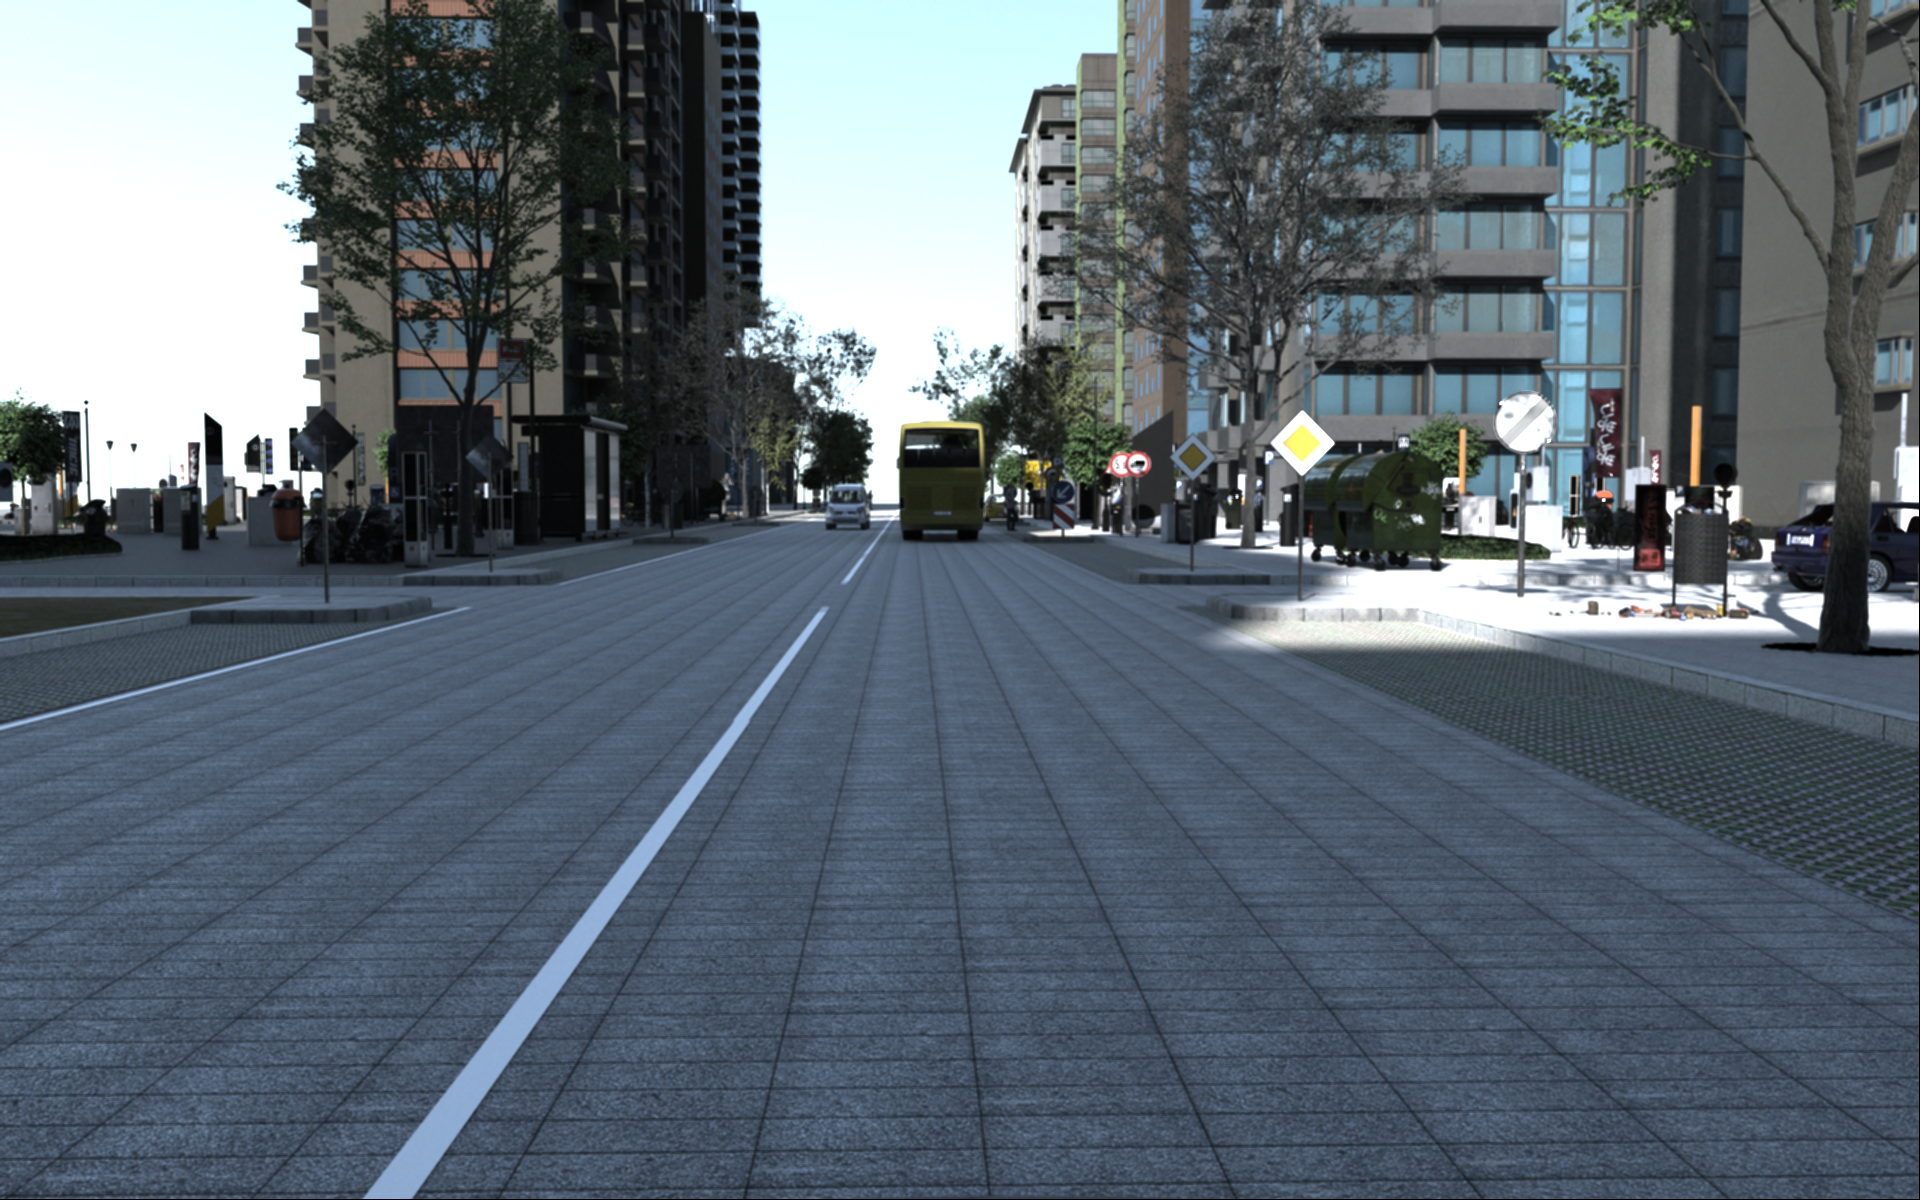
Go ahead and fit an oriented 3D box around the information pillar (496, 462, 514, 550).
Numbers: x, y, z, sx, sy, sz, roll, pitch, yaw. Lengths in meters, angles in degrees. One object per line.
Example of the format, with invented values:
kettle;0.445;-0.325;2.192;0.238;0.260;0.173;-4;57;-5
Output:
information pillar;-10.562;-2.183;40.190;0.304;2.012;0.304;-3;5;-39

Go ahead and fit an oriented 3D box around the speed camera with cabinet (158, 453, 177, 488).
speed camera with cabinet;-38.603;-5.435;83.201;2.038;3.252;0.660;1;4;20

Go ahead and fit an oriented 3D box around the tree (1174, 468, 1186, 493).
tree;10.890;-5.736;88.380;1.663;3.219;1.824;0;3;0

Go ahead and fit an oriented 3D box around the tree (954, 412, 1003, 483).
tree;1.006;-19.164;230.339;9.611;12.733;9.660;0;3;0

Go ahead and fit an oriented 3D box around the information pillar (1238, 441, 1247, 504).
information pillar;12.096;-5.046;73.863;0.183;3.616;0.504;-3;5;-43

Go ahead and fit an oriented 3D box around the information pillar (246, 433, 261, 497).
information pillar;-27.030;-4.585;66.317;0.504;3.616;0.183;-2;4;-28

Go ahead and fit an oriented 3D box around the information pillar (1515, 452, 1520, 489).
information pillar;22.126;-4.712;68.398;0.504;3.616;0.183;-2;4;-27

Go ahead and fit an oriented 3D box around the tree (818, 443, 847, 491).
tree;-16.339;-16.768;224.513;4.360;8.622;3.978;0;3;0

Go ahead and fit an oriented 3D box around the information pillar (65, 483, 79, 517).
information pillar;-36.780;-4.910;71.638;0.504;3.616;0.183;-2;4;-27

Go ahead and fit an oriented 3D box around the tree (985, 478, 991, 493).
tree;2.416;-11.149;176.892;1.663;3.219;1.824;0;3;0

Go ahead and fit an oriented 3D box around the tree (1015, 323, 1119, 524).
tree;4.747;-7.549;73.787;4.737;8.622;4.395;0;3;0

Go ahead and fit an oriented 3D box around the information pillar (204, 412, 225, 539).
information pillar;-21.125;-3.529;49.046;0.504;3.616;0.183;-1;4;-22

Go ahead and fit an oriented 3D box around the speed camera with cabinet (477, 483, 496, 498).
speed camera with cabinet;-22.241;-5.348;81.772;0.660;3.252;2.038;0;4;2

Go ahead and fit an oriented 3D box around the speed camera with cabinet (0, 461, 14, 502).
speed camera with cabinet;-26.913;-3.254;47.532;0.660;3.252;2.038;0;4;8

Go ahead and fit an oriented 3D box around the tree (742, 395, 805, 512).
tree;-13.242;-10.434;120.960;4.737;8.622;4.395;0;3;0

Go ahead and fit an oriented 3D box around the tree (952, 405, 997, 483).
tree;1.570;-18.179;215.361;7.486;12.596;7.792;0;3;0

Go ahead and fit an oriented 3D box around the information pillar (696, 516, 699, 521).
information pillar;-12.529;-5.592;82.782;0.183;3.616;0.504;0;4;-7

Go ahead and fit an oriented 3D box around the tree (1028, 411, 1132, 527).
tree;5.474;-5.177;68.356;4.285;4.588;4.351;0;3;0

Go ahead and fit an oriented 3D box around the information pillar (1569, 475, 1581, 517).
information pillar;23.862;-3.836;67.214;0.304;2.012;0.304;3;5;41

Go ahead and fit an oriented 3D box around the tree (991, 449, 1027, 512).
tree;3.828;-8.686;125.721;4.285;4.588;4.351;0;3;0

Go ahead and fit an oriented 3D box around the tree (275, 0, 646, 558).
tree;-9.984;-6.689;35.116;9.928;11.665;9.643;0;3;0

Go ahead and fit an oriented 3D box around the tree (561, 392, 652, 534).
tree;-11.478;-4.429;56.125;4.285;4.588;4.351;0;3;0

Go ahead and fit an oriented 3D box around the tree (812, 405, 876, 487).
tree;-16.883;-20.940;249.030;9.857;13.997;8.962;0;3;0

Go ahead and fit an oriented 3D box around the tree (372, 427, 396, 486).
tree;-23.251;-5.495;73.565;4.285;4.588;4.351;0;3;0

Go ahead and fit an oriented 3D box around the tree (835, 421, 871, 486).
tree;-17.337;-21.006;261.579;7.486;12.596;7.792;0;3;0

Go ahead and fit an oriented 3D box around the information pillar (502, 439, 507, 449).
information pillar;-19.395;-5.042;73.785;0.183;3.616;0.504;-2;4;-32

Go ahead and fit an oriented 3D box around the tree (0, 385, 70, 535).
tree;-28.450;-4.198;52.352;4.285;4.588;4.351;0;3;0

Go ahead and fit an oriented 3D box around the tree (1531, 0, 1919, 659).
tree;7.149;-5.370;13.561;9.928;11.665;9.643;0;3;0

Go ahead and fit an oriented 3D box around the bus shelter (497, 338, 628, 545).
bus shelter;-10.898;-4.267;47.396;2.179;5.291;8.768;0;4;-2

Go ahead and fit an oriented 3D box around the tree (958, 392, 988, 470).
tree;3.149;-14.673;165.654;9.928;11.665;9.643;0;3;0

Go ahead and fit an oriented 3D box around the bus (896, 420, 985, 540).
bus;-0.694;-3.994;56.857;2.896;3.916;12.252;0;4;-2

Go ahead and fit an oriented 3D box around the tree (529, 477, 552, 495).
tree;-18.546;-5.131;78.492;1.663;3.219;1.824;0;3;0

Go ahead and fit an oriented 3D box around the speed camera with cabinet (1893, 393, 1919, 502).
speed camera with cabinet;18.388;-2.385;33.326;0.660;3.252;2.038;2;4;25

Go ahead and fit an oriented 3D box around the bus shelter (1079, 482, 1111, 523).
bus shelter;6.319;-5.446;80.330;1.731;3.624;6.357;0;4;-2

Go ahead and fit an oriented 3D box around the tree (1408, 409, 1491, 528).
tree;18.693;-5.077;66.716;4.285;4.588;4.351;0;3;0

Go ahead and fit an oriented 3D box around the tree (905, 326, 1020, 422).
tree;-0.271;-20.840;196.618;12.611;20.169;13.585;0;3;0

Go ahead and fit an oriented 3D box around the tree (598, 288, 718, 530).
tree;-11.134;-6.844;62.254;4.360;8.622;3.978;0;3;0

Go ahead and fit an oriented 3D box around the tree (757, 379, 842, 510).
tree;-13.045;-12.586;140.188;7.601;10.594;8.767;0;4;8

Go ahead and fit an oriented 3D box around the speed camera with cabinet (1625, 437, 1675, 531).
speed camera with cabinet;24.142;-4.032;60.252;2.038;3.252;0.660;-1;4;-20

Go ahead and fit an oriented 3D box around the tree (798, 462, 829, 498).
tree;-14.469;-11.509;171.880;4.285;4.588;4.351;0;3;0

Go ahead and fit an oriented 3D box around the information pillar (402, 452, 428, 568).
information pillar;-9.491;-1.571;30.176;0.304;2.012;0.304;1;4;11

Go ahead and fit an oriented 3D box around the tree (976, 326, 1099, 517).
tree;4.392;-9.958;97.233;8.767;10.594;7.601;3;4;36

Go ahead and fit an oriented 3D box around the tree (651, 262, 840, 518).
tree;-11.694;-11.160;92.829;12.009;13.543;11.850;0;3;0

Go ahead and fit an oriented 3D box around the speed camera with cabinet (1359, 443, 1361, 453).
speed camera with cabinet;15.532;-4.419;66.588;0.660;3.252;2.038;1;4;14

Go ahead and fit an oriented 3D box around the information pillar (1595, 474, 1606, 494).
information pillar;21.995;-3.365;59.517;0.304;2.012;0.304;2;4;28

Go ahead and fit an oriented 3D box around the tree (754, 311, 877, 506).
tree;-15.223;-19.837;180.229;12.611;20.169;13.585;0;3;0

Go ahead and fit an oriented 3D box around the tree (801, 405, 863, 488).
tree;-14.928;-16.906;202.167;9.928;11.665;9.643;0;3;0

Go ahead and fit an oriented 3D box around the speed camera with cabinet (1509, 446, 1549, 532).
speed camera with cabinet;19.018;-3.885;57.858;0.660;3.252;2.038;0;4;-3

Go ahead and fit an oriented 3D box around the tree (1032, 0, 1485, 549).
tree;6.921;-7.945;40.270;12.009;13.543;11.850;0;3;0
